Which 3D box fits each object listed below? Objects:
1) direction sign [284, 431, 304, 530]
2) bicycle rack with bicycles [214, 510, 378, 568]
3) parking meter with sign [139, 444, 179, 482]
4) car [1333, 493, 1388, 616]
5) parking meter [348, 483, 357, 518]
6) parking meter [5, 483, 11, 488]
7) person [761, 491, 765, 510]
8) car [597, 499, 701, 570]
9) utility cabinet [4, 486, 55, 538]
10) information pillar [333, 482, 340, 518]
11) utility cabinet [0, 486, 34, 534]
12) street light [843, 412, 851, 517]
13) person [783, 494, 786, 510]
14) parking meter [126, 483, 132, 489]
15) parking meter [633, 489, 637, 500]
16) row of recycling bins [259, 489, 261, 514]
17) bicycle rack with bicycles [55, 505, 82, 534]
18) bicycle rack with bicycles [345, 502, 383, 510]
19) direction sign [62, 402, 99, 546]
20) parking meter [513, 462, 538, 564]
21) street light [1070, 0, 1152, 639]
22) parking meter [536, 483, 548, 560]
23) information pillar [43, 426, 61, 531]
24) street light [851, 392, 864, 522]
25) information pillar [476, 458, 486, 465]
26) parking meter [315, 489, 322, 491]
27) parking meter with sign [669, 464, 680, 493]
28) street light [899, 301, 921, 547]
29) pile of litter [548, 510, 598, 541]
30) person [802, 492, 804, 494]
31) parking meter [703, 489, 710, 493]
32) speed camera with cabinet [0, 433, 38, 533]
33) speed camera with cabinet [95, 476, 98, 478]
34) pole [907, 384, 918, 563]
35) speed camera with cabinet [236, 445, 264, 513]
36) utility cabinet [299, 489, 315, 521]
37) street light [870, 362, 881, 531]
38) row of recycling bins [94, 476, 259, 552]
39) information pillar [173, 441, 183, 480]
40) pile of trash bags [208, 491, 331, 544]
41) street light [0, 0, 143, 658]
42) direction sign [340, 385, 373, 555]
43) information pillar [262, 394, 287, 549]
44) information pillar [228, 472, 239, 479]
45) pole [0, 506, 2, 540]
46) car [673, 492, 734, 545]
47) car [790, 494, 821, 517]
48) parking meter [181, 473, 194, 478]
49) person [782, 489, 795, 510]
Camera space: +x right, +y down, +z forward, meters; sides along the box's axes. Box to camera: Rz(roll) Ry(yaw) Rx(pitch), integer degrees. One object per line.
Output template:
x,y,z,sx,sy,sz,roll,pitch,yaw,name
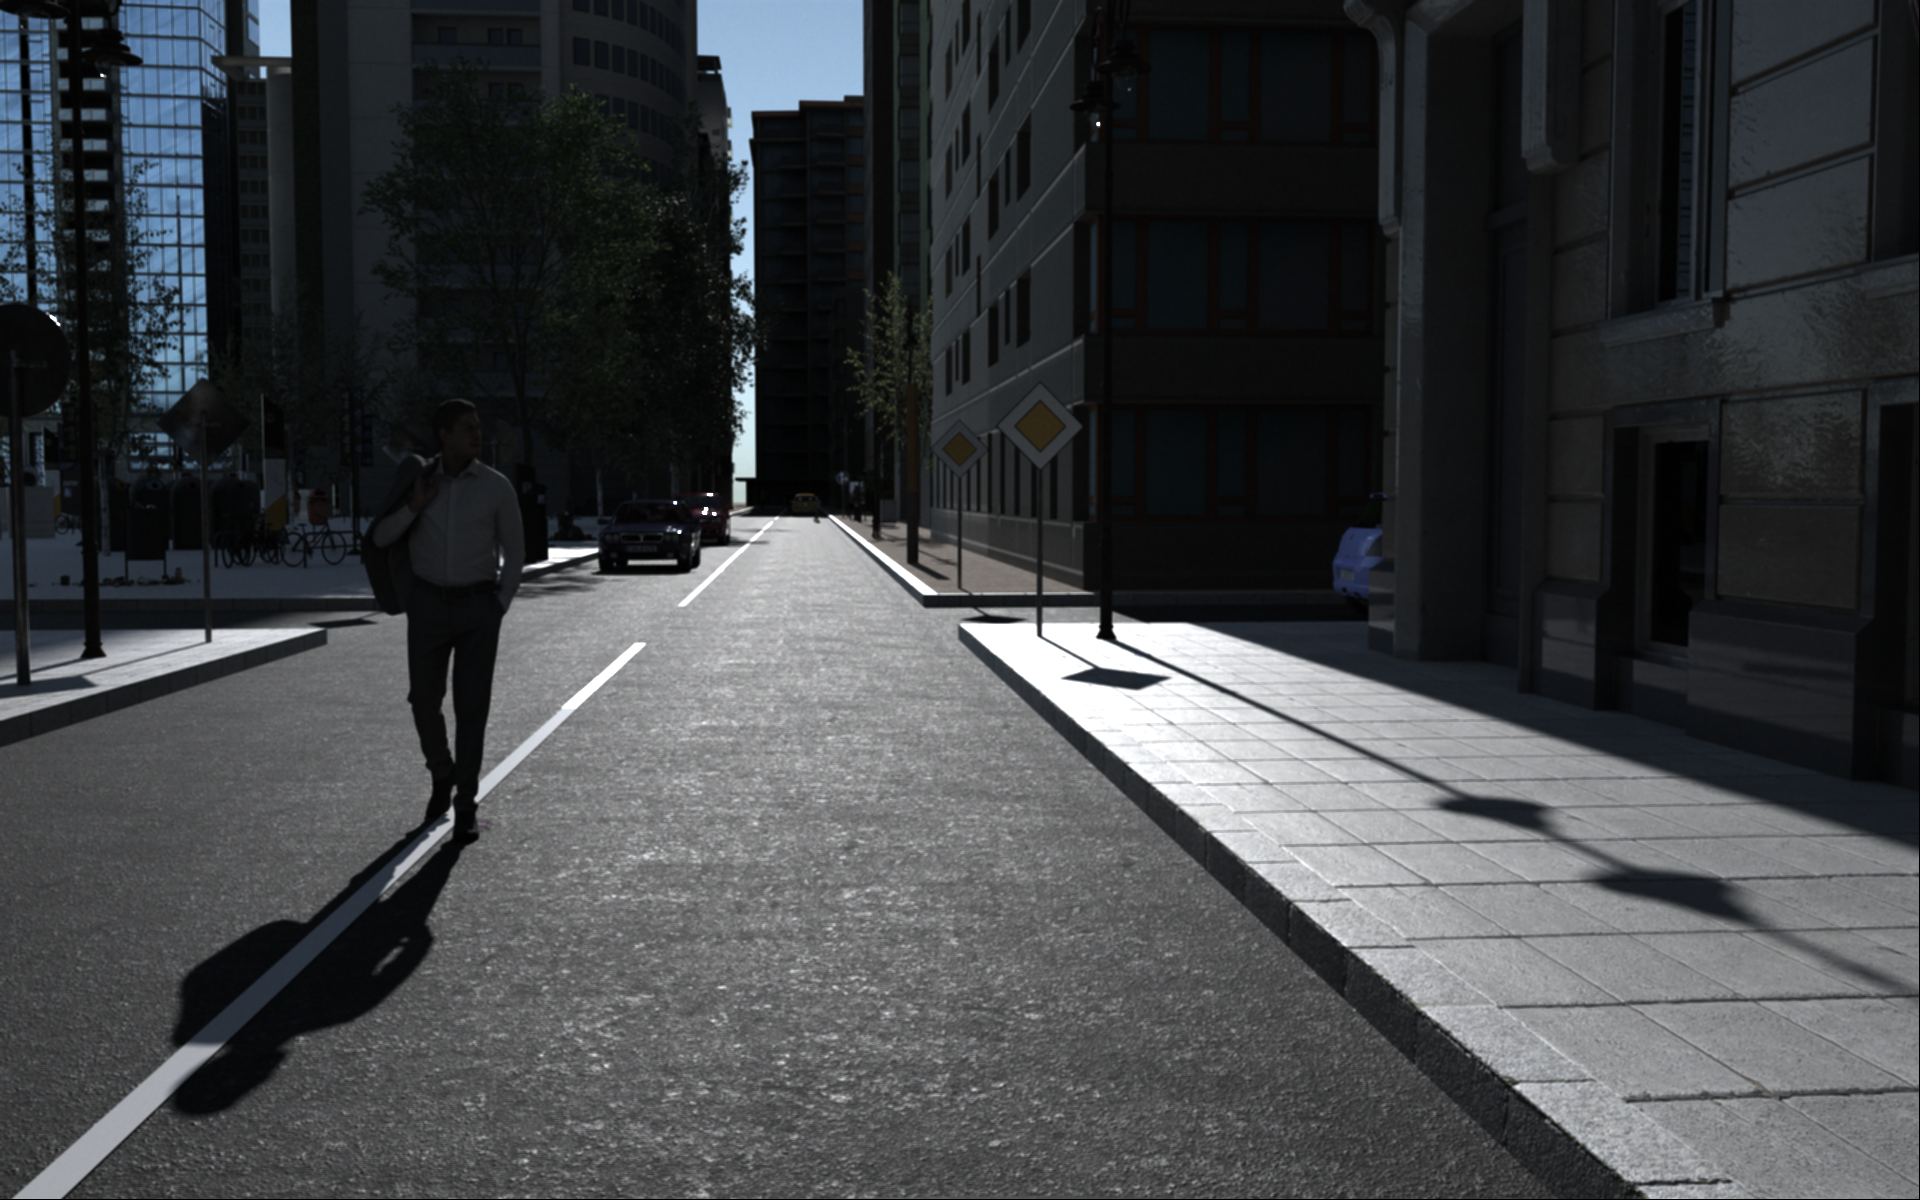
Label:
-23.902,-4.279,61.965,0.876,3.537,0.379,-3,4,-37,direction sign
-12.202,-1.077,30.994,2.852,0.926,2.925,1,4,14,bicycle rack with bicycles
-28.333,-3.940,60.680,1.738,3.016,0.543,-1,4,-15,parking meter with sign
6.169,-0.621,19.742,3.694,1.707,1.945,0,4,-6,car
-32.743,-5.364,93.412,0.399,1.863,0.255,1,4,17,parking meter
-47.973,-4.989,87.284,0.399,1.863,0.255,0,4,-2,parking meter
-17.967,-9.161,158.816,0.750,1.759,0.617,2,4,31,person
-6.021,-1.297,33.778,1.945,1.354,3.894,0,4,-5,car
-26.786,-2.524,49.946,1.173,1.500,0.318,-2,4,-34,utility cabinet
-33.899,-5.484,94.158,0.304,2.012,0.304,-3,4,-36,information pillar
-32.633,-3.110,59.531,1.173,1.500,0.318,-1,4,-12,utility cabinet
-6.304,-7.625,97.451,0.468,5.910,1.993,0,4,-5,street light
-16.214,-9.033,159.405,0.599,1.433,0.991,0,4,-4,person
-42.027,-5.022,87.820,0.399,1.863,0.255,-1,4,-20,parking meter
-14.667,-4.294,78.616,0.372,1.533,0.369,0,3,0,parking meter
-21.759,-2.580,49.304,3.534,1.692,1.069,-1,4,-12,row of recycling bins
-27.061,-2.576,55.504,2.925,0.926,2.852,2,4,26,bicycle rack with bicycles
-26.210,-3.949,77.948,2.852,0.926,2.925,1,4,15,bicycle rack with bicycles
-21.742,-3.111,42.865,0.876,3.537,0.379,0,4,4,direction sign
-8.043,-1.612,32.063,0.399,1.863,0.255,-2,4,-33,parking meter
1.299,-2.595,15.215,0.468,5.910,1.993,0,4,-5,street light
-8.202,-1.544,33.658,0.372,1.533,0.369,0,3,0,parking meter
-31.247,-4.172,59.572,0.504,3.616,0.183,-3,4,-39,information pillar
-4.562,-6.465,78.488,0.468,5.910,1.993,0,4,-5,street light
-23.407,-5.711,84.732,0.504,3.616,0.183,0,4,-4,information pillar
-31.416,-4.675,84.849,0.372,1.533,0.369,0,3,0,parking meter
-15.747,-6.109,96.144,0.543,3.016,1.738,0,4,-2,parking meter with sign
-1.205,-4.209,41.601,0.468,5.910,1.993,0,4,-5,street light
-10.743,-2.058,47.608,1.719,0.858,1.176,2,4,35,pile of litter
-12.599,-7.872,138.680,0.415,1.643,0.593,-3,5,-41,person
-13.755,-5.244,94.155,0.372,1.533,0.369,0,3,0,parking meter
-30.927,-3.767,55.929,2.038,3.252,0.660,-2,4,-31,speed camera with cabinet
-45.065,-5.907,90.919,0.660,3.252,2.038,-1,4,-9,speed camera with cabinet
-0.878,-2.339,32.084,0.158,3.312,0.155,0,3,0,pole
-28.445,-4.642,70.240,2.038,3.252,0.660,1,4,21,speed camera with cabinet
-31.060,-4.506,82.352,0.318,1.500,1.173,-3,5,-44,utility cabinet
-2.935,-5.354,60.328,0.468,5.910,1.993,0,4,-5,street light
-18.156,-1.997,39.761,3.534,1.692,1.069,-3,5,-44,row of recycling bins
-29.575,-4.537,65.539,0.183,3.616,0.504,0,4,7,information pillar
-17.998,-2.145,44.817,3.447,1.369,1.912,-3,5,-44,pile of trash bags
-6.820,-2.487,13.454,0.468,5.910,1.993,0,4,-5,street light
-12.754,-2.717,36.414,0.876,3.537,0.379,3,5,44,direction sign
-16.116,-3.017,40.678,0.504,3.616,0.183,-3,4,-36,information pillar
-24.707,-3.331,58.953,0.304,2.012,0.304,-1,4,-15,information pillar
-26.848,-3.327,48.237,0.158,3.312,0.155,0,3,0,pole
-7.622,-2.516,50.182,2.155,1.783,4.494,0,4,-5,car
-9.909,-6.166,111.043,2.015,1.641,3.980,0,4,-5,car
-21.535,-2.607,48.333,0.255,1.863,0.399,-1,4,-9,parking meter
-15.243,-8.941,154.312,1.348,1.869,0.705,0,4,3,person
